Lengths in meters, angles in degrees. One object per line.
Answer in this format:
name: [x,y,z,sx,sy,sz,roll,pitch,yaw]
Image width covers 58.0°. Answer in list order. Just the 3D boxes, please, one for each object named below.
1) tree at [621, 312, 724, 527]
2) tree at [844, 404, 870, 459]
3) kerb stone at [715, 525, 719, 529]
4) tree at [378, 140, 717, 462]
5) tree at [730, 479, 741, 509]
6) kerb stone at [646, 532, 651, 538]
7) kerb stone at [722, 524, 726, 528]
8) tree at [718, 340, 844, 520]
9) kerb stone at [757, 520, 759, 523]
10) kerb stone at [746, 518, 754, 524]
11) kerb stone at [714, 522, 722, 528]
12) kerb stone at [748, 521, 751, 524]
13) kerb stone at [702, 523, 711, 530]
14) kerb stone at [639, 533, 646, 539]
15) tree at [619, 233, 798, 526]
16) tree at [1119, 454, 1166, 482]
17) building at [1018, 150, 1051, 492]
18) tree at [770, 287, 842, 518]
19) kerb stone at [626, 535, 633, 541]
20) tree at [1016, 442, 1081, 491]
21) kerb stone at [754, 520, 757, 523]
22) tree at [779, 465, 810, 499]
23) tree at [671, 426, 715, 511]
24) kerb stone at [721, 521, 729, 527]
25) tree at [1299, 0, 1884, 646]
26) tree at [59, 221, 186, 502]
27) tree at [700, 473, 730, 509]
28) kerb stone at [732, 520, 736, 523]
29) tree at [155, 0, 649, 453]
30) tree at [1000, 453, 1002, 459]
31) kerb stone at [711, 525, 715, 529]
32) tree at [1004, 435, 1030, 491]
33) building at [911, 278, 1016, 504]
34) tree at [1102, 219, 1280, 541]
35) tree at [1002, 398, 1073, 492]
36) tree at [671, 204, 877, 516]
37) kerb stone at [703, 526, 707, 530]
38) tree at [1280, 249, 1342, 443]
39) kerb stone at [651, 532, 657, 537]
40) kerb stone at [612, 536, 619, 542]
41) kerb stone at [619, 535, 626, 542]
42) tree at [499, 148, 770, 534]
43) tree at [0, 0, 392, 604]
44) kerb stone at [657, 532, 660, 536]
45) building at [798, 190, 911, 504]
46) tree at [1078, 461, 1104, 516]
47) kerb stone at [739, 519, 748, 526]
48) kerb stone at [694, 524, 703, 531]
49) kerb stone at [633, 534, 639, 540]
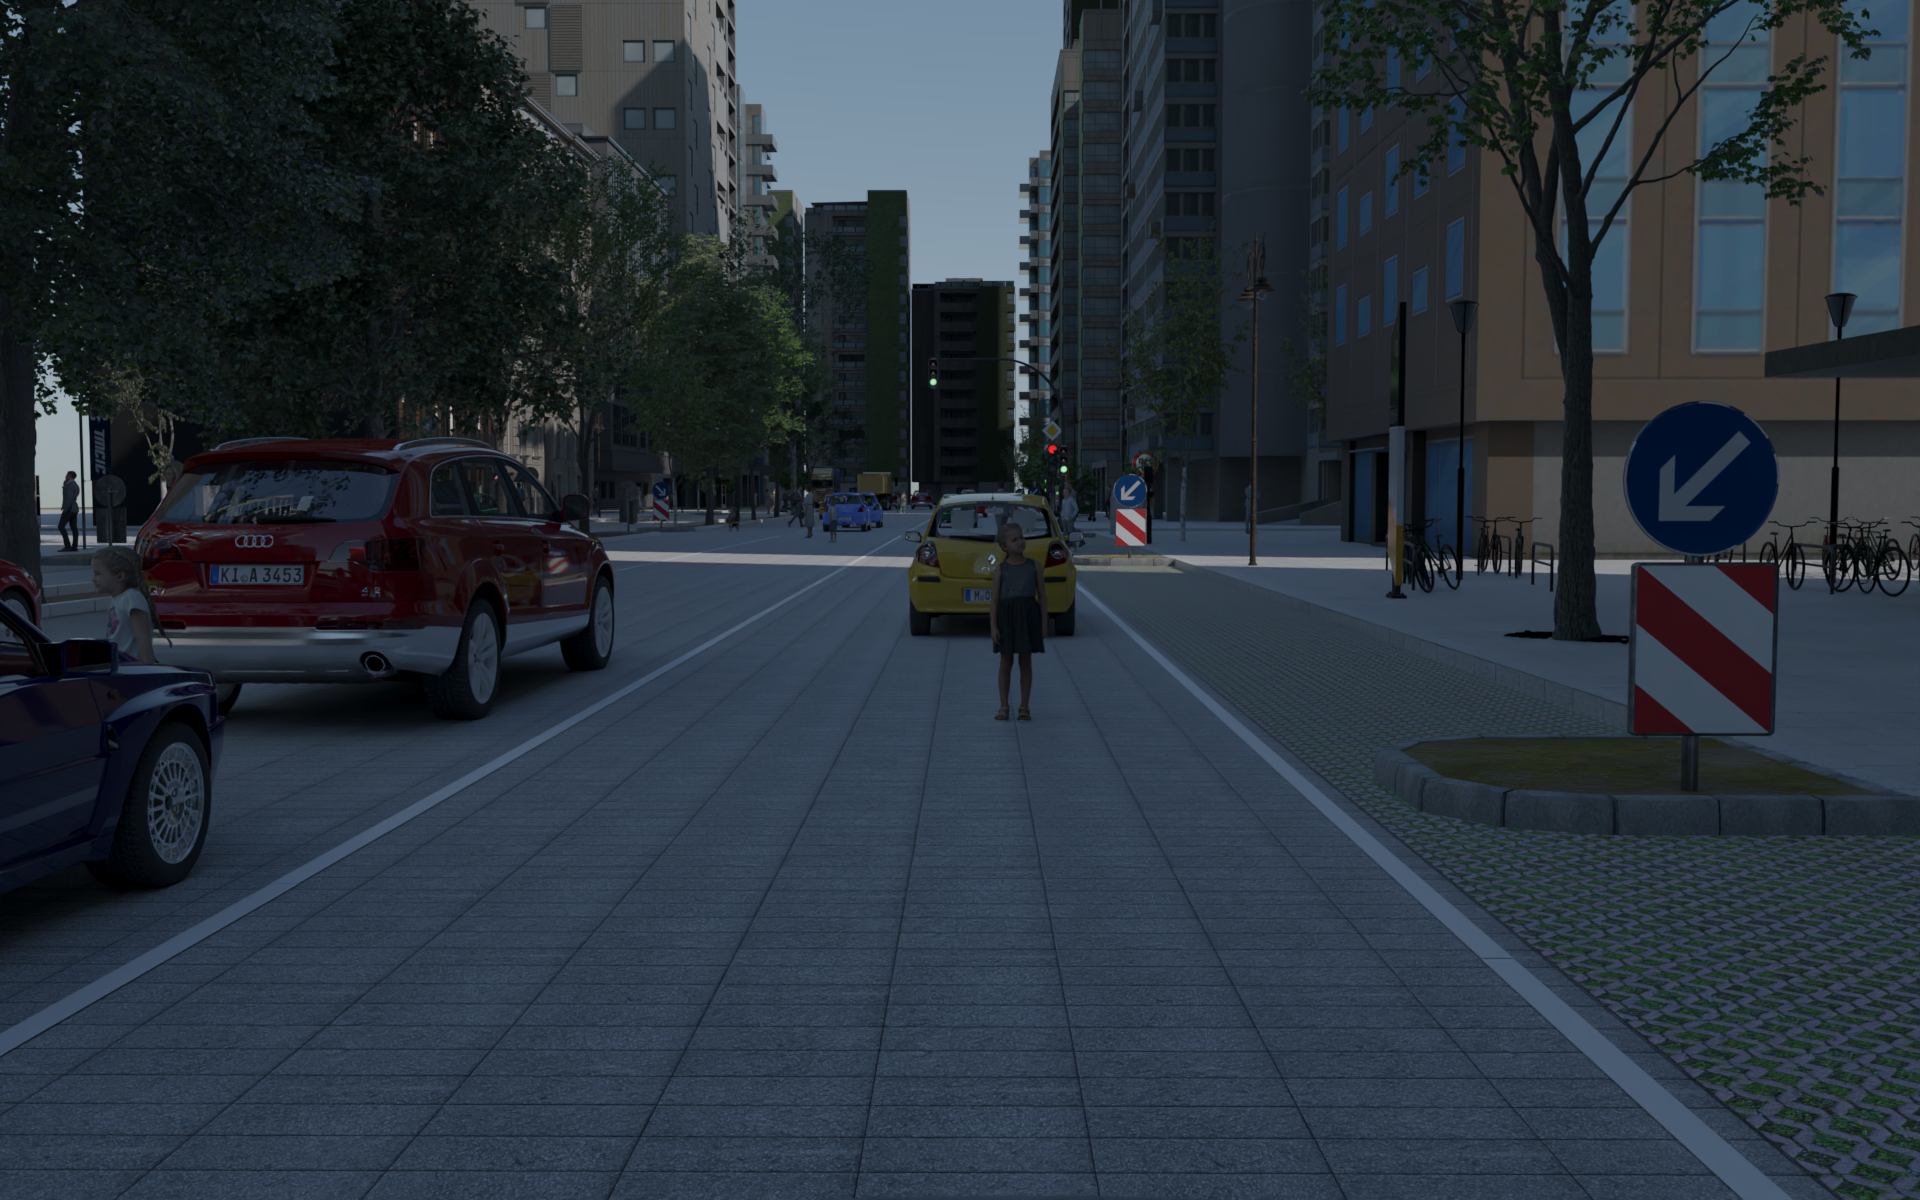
tree: [-11.230,-7.050,68.090,4.737,8.622,4.395,0,3,0]
tree: [-10.621,-11.488,124.695,8.767,10.594,7.601,0,4,0]
kerb stone: [-10.181,-3.005,71.362,0.120,0.150,1.000,0,4,0]
tree: [-10.875,-6.396,41.446,8.767,10.594,7.601,0,4,0]
tree: [-19.724,-9.373,147.851,1.663,3.219,1.824,0,3,0]
kerb stone: [-10.302,-2.093,56.491,0.120,0.150,1.000,0,4,0]
kerb stone: [-10.166,-3.123,73.410,0.120,0.150,1.000,0,4,0]
tree: [-11.055,-9.556,93.106,8.767,10.594,7.601,0,4,0]
kerb stone: [-10.077,-3.822,84.688,0.120,0.150,1.000,0,4,0]
kerb stone: [-10.080,-3.697,82.643,0.120,0.150,1.000,0,4,0]
kerb stone: [-10.170,-3.070,72.384,0.120,0.150,1.000,0,4,0]
kerb stone: [-10.096,-3.634,81.618,0.120,0.150,1.000,0,4,0]
kerb stone: [-10.197,-2.880,69.318,0.120,0.150,1.000,0,4,0]
kerb stone: [-10.305,-2.033,55.468,0.120,0.150,1.000,0,4,0]
tree: [-10.965,-9.455,75.173,7.486,12.596,7.792,0,3,0]
tree: [11.463,-7.587,107.754,4.285,4.588,4.351,0,3,0]
building: [23.276,-37.853,238.501,30.456,49.044,23.786,0,4,0]
tree: [-10.807,-9.532,84.069,9.928,11.665,9.643,0,3,0]
kerb stone: [-10.329,-1.909,53.420,0.120,0.150,1.000,0,4,0]
tree: [5.970,-7.645,108.715,4.285,4.588,4.351,0,3,0]
kerb stone: [-10.072,-3.760,83.666,0.120,0.150,1.000,0,4,0]
tree: [-18.613,-12.703,191.401,4.285,4.588,4.351,0,3,0]
tree: [-19.523,-10.836,127.526,4.360,8.622,3.978,0,3,0]
kerb stone: [-10.148,-3.193,74.432,0.120,0.150,1.000,0,4,0]
tree: [5.272,-5.458,14.989,9.928,11.665,9.643,0,3,0]
tree: [-20.490,-5.719,43.866,4.360,8.622,3.978,0,3,0]
tree: [-19.550,-8.672,136.389,1.663,3.219,1.824,0,3,0]
kerb stone: [-10.133,-3.320,76.477,0.120,0.150,1.000,0,4,0]
tree: [-11.087,-6.925,32.692,9.611,12.733,9.660,0,3,0]
tree: [6.568,-14.223,182.903,4.737,8.622,4.395,0,3,0]
kerb stone: [-10.187,-2.945,70.340,0.120,0.150,1.000,0,4,0]
tree: [7.084,-15.806,208.789,4.360,8.622,3.978,0,3,0]
building: [0.426,-28.316,234.664,14.107,30.474,14.160,0,4,0]
tree: [6.023,-5.915,47.079,4.737,8.622,4.395,0,3,0]
tree: [6.262,-11.094,131.750,4.737,8.622,4.395,0,3,0]
tree: [-12.074,-15.602,113.436,12.611,20.169,13.585,0,3,0]
kerb stone: [-10.199,-2.817,68.289,0.120,0.150,1.000,0,4,0]
tree: [11.538,-6.185,51.482,4.737,8.622,4.395,0,3,0]
kerb stone: [-10.289,-2.160,57.513,0.120,0.150,1.000,0,4,0]
kerb stone: [-10.350,-1.780,51.365,0.120,0.150,1.000,0,4,0]
kerb stone: [-10.339,-1.847,52.395,0.120,0.150,1.000,0,4,0]
tree: [-11.150,-7.534,51.389,9.928,11.665,9.643,0,3,0]
tree: [-11.554,-6.833,20.830,9.857,13.997,8.962,0,3,0]
kerb stone: [-10.290,-2.222,58.542,0.120,0.150,1.000,0,4,0]
building: [-13.765,-33.728,235.051,14.086,41.232,14.154,0,4,0]
tree: [7.421,-6.526,101.301,1.663,3.219,1.824,0,3,0]
kerb stone: [-10.100,-3.571,80.584,0.120,0.150,1.000,0,4,0]
kerb stone: [-10.208,-2.757,67.265,0.120,0.150,1.000,0,4,0]
kerb stone: [-10.325,-1.973,54.446,0.120,0.150,1.000,0,4,0]
